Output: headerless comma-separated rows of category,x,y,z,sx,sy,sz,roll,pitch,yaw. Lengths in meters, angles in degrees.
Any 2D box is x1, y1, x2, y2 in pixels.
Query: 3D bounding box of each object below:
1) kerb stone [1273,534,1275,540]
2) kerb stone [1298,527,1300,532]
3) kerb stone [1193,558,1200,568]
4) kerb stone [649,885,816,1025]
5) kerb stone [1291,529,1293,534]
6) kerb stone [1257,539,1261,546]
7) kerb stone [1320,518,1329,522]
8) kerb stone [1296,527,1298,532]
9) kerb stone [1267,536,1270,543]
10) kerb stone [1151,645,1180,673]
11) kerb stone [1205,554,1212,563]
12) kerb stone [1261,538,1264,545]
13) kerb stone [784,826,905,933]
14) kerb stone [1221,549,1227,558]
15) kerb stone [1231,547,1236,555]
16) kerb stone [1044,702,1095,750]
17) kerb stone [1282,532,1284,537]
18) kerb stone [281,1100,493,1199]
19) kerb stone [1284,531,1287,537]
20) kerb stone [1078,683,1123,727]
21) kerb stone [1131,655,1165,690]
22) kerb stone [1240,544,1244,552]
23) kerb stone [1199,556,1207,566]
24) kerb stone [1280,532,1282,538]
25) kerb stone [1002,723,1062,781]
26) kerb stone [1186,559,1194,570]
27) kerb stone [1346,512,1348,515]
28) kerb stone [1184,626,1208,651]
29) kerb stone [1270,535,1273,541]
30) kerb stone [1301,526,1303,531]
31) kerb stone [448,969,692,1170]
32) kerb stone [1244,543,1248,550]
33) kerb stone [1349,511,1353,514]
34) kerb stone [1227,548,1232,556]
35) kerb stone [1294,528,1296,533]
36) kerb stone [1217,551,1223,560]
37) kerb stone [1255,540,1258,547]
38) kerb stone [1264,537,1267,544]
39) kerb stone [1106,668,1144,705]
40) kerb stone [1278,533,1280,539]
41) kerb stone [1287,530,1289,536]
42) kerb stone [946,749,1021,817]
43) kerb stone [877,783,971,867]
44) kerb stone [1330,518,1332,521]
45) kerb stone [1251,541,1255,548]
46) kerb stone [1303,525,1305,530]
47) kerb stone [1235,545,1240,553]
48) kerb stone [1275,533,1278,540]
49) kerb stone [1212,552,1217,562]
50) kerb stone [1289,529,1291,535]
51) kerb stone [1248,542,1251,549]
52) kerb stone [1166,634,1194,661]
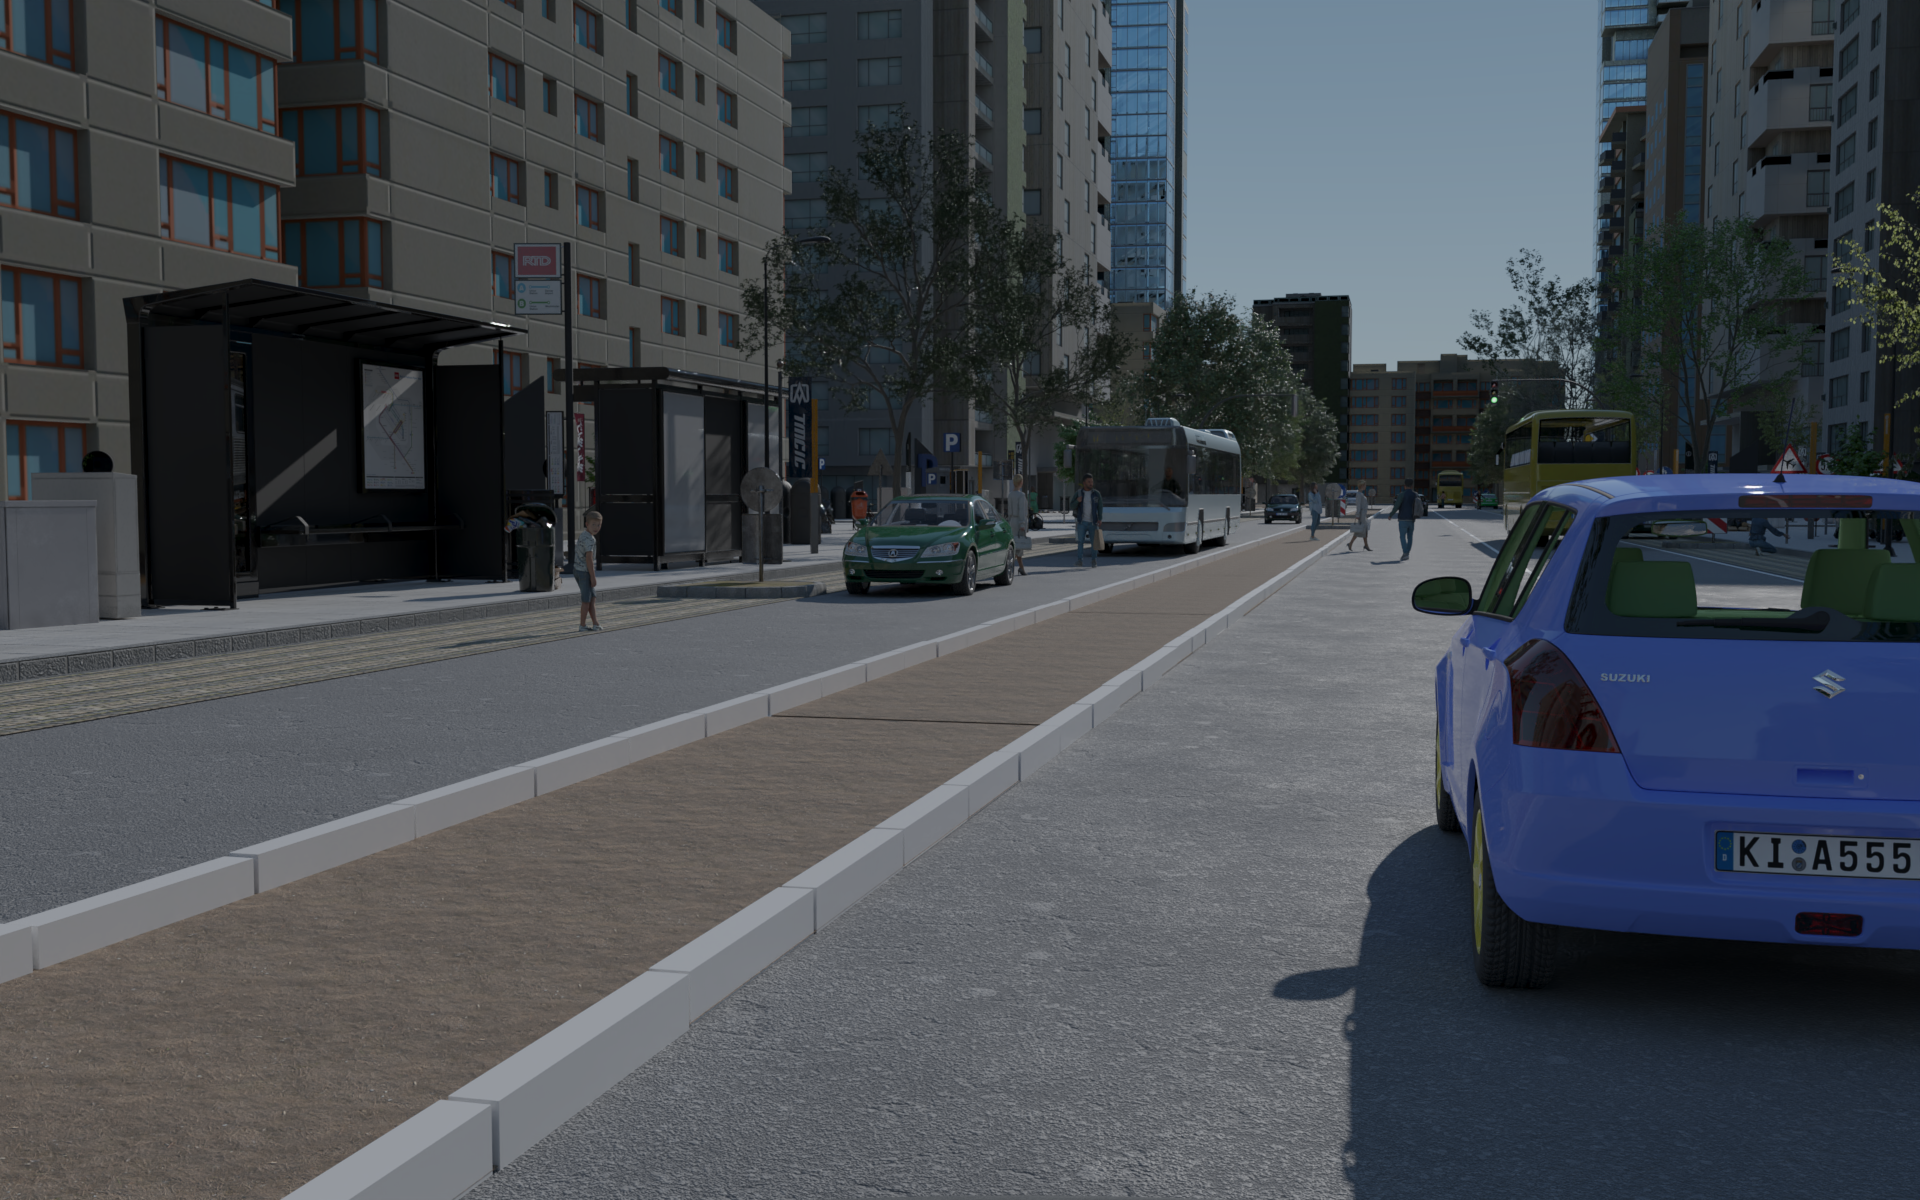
kerb stone,9.338,-1.842,52.311,0.120,0.150,1.000,1,4,14
kerb stone,12.414,-2.570,64.216,0.120,0.150,1.000,1,4,14
kerb stone,4.473,-0.689,33.466,0.120,0.150,1.000,1,4,14
kerb stone,-0.659,1.042,5.155,0.120,0.150,1.000,1,4,14
kerb stone,11.387,-2.318,60.250,0.120,0.150,1.000,1,4,14
kerb stone,8.054,-1.537,47.357,0.120,0.150,1.000,1,4,14
kerb stone,18.436,-4.000,87.597,0.120,0.150,1.000,1,4,14
kerb stone,12.161,-2.509,63.225,0.120,0.150,1.000,1,4,14
kerb stone,8.833,-1.721,50.330,0.120,0.150,1.000,1,4,14
kerb stone,1.644,0.501,14.078,0.120,0.150,1.000,1,4,14
kerb stone,4.993,-0.809,35.454,0.120,0.150,1.000,1,4,14
kerb stone,8.321,-1.587,48.344,0.120,0.150,1.000,1,4,14
kerb stone,-0.401,0.982,6.144,0.120,0.150,1.000,1,4,14
kerb stone,5.760,-0.991,38.436,0.120,0.150,1.000,1,4,14
kerb stone,6.268,-1.108,40.419,0.120,0.150,1.000,1,4,14
kerb stone,0.624,0.743,10.114,0.120,0.150,1.000,1,4,14
kerb stone,10.361,-2.085,56.277,0.120,0.150,1.000,1,4,14
kerb stone,-1.167,1.163,3.174,0.120,0.150,1.000,1,4,14
kerb stone,10.618,-2.145,57.269,0.120,0.150,1.000,1,4,14
kerb stone,0.887,0.681,11.107,0.120,0.150,1.000,1,4,14
kerb stone,1.398,0.557,13.086,0.120,0.150,1.000,1,4,14
kerb stone,6.789,-1.236,42.399,0.120,0.150,1.000,1,4,14
kerb stone,4.739,-0.750,34.463,0.120,0.150,1.000,1,4,14
kerb stone,10.109,-2.022,55.287,0.120,0.150,1.000,1,4,14
kerb stone,0.370,0.802,9.119,0.120,0.150,1.000,1,4,14
kerb stone,4.224,-0.629,32.474,0.120,0.150,1.000,1,4,14
kerb stone,25.360,-5.637,114.381,0.120,0.150,1.000,1,4,14
kerb stone,2.159,0.375,16.071,0.120,0.150,1.000,1,4,14
kerb stone,9.090,-1.779,51.319,0.120,0.150,1.000,1,4,14
kerb stone,12.927,-2.688,66.201,0.120,0.150,1.000,1,4,14
kerb stone,-0.907,1.103,4.162,0.120,0.150,1.000,1,4,14
kerb stone,7.040,-1.296,43.390,0.120,0.150,1.000,1,4,14
kerb stone,28.426,-6.366,126.280,0.120,0.150,1.000,1,4,14
kerb stone,6.017,-1.054,39.426,0.120,0.150,1.000,1,4,14
kerb stone,11.900,-2.449,62.236,0.120,0.150,1.000,1,4,14
kerb stone,5.512,-0.932,37.442,0.120,0.150,1.000,1,4,14
kerb stone,7.802,-1.478,46.362,0.120,0.150,1.000,1,4,14
kerb stone,8.571,-1.660,49.339,0.120,0.150,1.000,1,4,14
kerb stone,1.135,0.618,12.098,0.120,0.150,1.000,1,4,14
kerb stone,9.850,-1.963,54.298,0.120,0.150,1.000,1,4,14
kerb stone,10.879,-2.206,58.257,0.120,0.150,1.000,1,4,14
kerb stone,0.108,0.860,8.131,0.120,0.150,1.000,1,4,14
kerb stone,-0.146,0.921,7.141,0.120,0.150,1.000,1,4,14
kerb stone,19.220,-4.181,90.566,0.120,0.150,1.000,1,4,14
kerb stone,7.552,-1.417,45.370,0.120,0.150,1.000,1,4,14
kerb stone,13.180,-2.747,67.192,0.120,0.150,1.000,1,4,14
kerb stone,6.527,-1.174,41.410,0.120,0.150,1.000,1,4,14
kerb stone,9.598,-1.903,53.305,0.120,0.150,1.000,1,4,14
kerb stone,5.247,-0.872,36.449,0.120,0.150,1.000,1,4,14
kerb stone,11.133,-2.267,59.254,0.120,0.150,1.000,1,4,14
kerb stone,7.299,-1.357,44.379,0.120,0.150,1.000,1,4,14
kerb stone,1.898,0.435,15.083,0.120,0.150,1.000,1,4,14
